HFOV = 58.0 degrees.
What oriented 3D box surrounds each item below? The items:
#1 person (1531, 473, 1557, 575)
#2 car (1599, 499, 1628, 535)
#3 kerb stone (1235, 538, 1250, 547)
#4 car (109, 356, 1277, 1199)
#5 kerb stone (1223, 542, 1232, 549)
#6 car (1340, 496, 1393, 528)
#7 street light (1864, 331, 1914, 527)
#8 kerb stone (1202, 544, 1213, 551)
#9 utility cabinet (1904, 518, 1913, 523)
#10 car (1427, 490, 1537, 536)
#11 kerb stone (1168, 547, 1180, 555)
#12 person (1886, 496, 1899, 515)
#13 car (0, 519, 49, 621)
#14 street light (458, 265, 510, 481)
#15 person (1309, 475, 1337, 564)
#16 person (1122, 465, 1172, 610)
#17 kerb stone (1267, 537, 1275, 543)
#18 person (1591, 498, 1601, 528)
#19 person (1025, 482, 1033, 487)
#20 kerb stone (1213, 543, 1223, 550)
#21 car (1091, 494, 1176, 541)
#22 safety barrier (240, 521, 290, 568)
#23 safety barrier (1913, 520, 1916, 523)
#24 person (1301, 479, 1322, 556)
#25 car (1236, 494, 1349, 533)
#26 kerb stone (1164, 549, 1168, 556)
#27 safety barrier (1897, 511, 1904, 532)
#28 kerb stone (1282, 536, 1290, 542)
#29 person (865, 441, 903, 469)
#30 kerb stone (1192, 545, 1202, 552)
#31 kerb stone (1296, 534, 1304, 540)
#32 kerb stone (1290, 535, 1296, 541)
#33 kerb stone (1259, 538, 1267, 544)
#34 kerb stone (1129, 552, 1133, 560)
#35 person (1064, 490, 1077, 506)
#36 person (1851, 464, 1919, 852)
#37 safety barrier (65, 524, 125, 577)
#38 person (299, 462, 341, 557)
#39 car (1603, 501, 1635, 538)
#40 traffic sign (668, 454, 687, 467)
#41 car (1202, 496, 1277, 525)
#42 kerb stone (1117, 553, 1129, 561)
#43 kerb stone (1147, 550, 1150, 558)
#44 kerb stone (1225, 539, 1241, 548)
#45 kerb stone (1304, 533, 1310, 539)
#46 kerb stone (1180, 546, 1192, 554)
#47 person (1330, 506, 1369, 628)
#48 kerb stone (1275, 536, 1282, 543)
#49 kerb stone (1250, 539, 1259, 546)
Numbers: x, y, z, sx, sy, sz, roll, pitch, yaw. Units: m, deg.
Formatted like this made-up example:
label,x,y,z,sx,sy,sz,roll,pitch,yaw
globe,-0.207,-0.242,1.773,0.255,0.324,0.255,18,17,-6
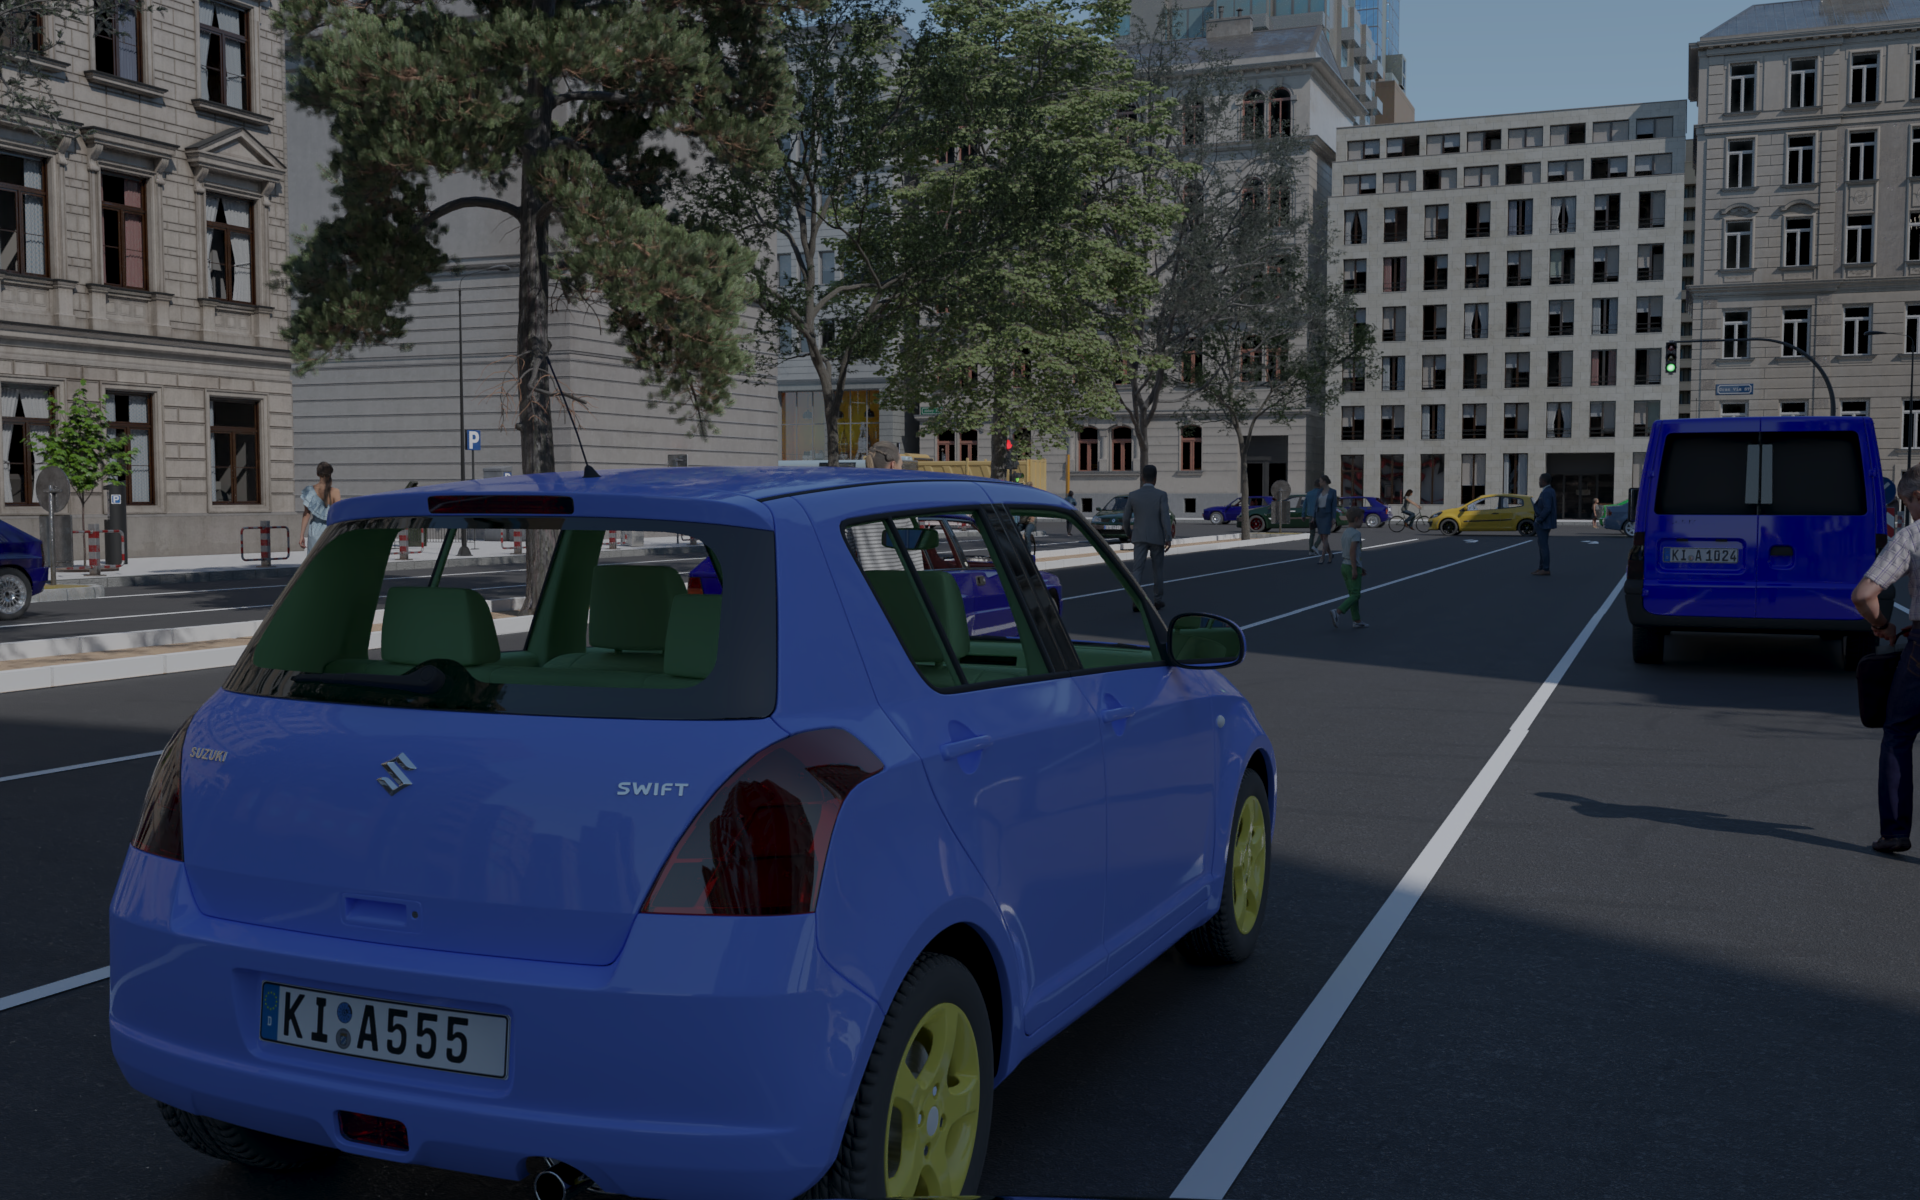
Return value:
label,x,y,z,sx,sy,sz,roll,pitch,yaw
person,10.319,-1.339,30.570,0.419,1.800,0.721,1,4,17
car,24.935,-3.180,60.783,4.718,1.807,1.959,1,4,23
kerb stone,7.713,-1.547,47.492,0.120,0.150,1.000,1,4,23
car,-0.293,0.305,4.609,1.945,1.707,3.694,1,4,23
kerb stone,6.924,-1.431,45.595,0.120,0.150,1.000,1,4,23
car,16.565,-3.785,74.464,3.894,1.354,1.945,1,4,22
street light,26.398,-4.691,49.235,1.470,5.913,1.316,1,4,23
kerb stone,6.127,-1.315,43.700,0.120,0.150,1.000,1,4,23
utility cabinet,41.512,-4.085,75.474,1.173,1.500,0.318,-3,5,-43
car,18.212,-3.032,59.790,3.980,1.641,2.015,2,4,24
kerb stone,4.937,-1.135,40.850,0.120,0.150,1.000,1,4,23
person,27.686,-2.579,51.485,0.431,1.722,0.655,2,4,33
car,-12.070,-0.378,18.761,1.945,1.354,3.894,2,4,23
street light,-9.763,-3.848,35.462,1.470,5.913,1.316,1,4,23
person,7.521,-1.651,35.511,0.654,1.822,0.581,-2,4,-32
person,2.296,-0.762,21.227,0.678,1.792,0.850,1,4,20
kerb stone,8.912,-1.715,50.356,0.120,0.150,1.000,1,4,23
person,26.721,-3.642,72.721,0.362,1.253,0.373,-3,4,-37
person,2.004,-2.557,50.540,0.641,1.798,0.478,-2,4,-34
kerb stone,6.522,-1.371,44.650,0.120,0.150,1.000,1,4,23
car,5.156,-2.544,51.375,2.009,1.686,4.222,1,4,22
safety barrier,-12.141,-0.979,30.279,0.300,0.817,1.120,1,4,23
safety barrier,23.934,-1.777,43.324,0.300,0.817,1.120,1,4,23
person,8.238,-1.915,40.157,0.601,1.785,0.444,3,5,45
car,12.457,-3.362,64.753,4.222,1.686,2.009,1,4,21
kerb stone,4.542,-1.083,39.903,0.120,0.150,1.000,1,4,23
safety barrier,25.297,-1.976,46.585,0.300,0.817,1.120,1,4,23
kerb stone,9.701,-1.838,52.251,0.120,0.150,1.000,1,4,23
person,-0.404,-0.034,9.799,0.466,1.731,0.760,-2,4,-28
kerb stone,5.730,-1.257,42.751,0.120,0.150,1.000,1,4,23
kerb stone,10.498,-1.954,54.145,0.120,0.150,1.000,1,4,23
kerb stone,10.095,-1.896,53.200,0.120,0.150,1.000,1,4,23
kerb stone,8.509,-1.657,49.400,0.120,0.150,1.000,1,4,23
kerb stone,3.751,-0.964,38.006,0.120,0.150,1.000,1,4,23
person,3.739,-2.969,59.254,0.429,1.552,0.499,-2,4,-35
person,3.766,0.243,6.739,0.614,1.554,0.590,0,4,5
safety barrier,-13.505,-0.779,27.019,0.300,0.817,1.120,1,4,23
person,-7.421,-0.714,20.265,0.616,1.811,0.778,1,4,11
car,23.678,-2.772,57.317,4.499,1.417,2.014,2,4,24
traffic sign,-7.277,-2.598,44.606,0.606,2.300,0.079,2,4,25
car,13.389,-4.194,81.148,3.894,1.354,1.945,2,4,24
kerb stone,3.354,-0.909,37.059,0.120,0.150,1.000,1,4,23
kerb stone,4.136,-1.025,38.958,0.120,0.150,1.000,1,4,23
kerb stone,7.309,-1.487,46.549,0.120,0.150,1.000,1,4,23
kerb stone,10.888,-2.012,55.099,0.120,0.150,1.000,1,4,23
kerb stone,5.340,-1.198,41.802,0.120,0.150,1.000,1,4,23
person,4.151,-0.349,18.447,0.590,1.304,0.306,-2,4,-32
kerb stone,9.309,-1.780,51.302,0.120,0.150,1.000,1,4,23
kerb stone,8.113,-1.605,48.439,0.120,0.150,1.000,1,4,23
